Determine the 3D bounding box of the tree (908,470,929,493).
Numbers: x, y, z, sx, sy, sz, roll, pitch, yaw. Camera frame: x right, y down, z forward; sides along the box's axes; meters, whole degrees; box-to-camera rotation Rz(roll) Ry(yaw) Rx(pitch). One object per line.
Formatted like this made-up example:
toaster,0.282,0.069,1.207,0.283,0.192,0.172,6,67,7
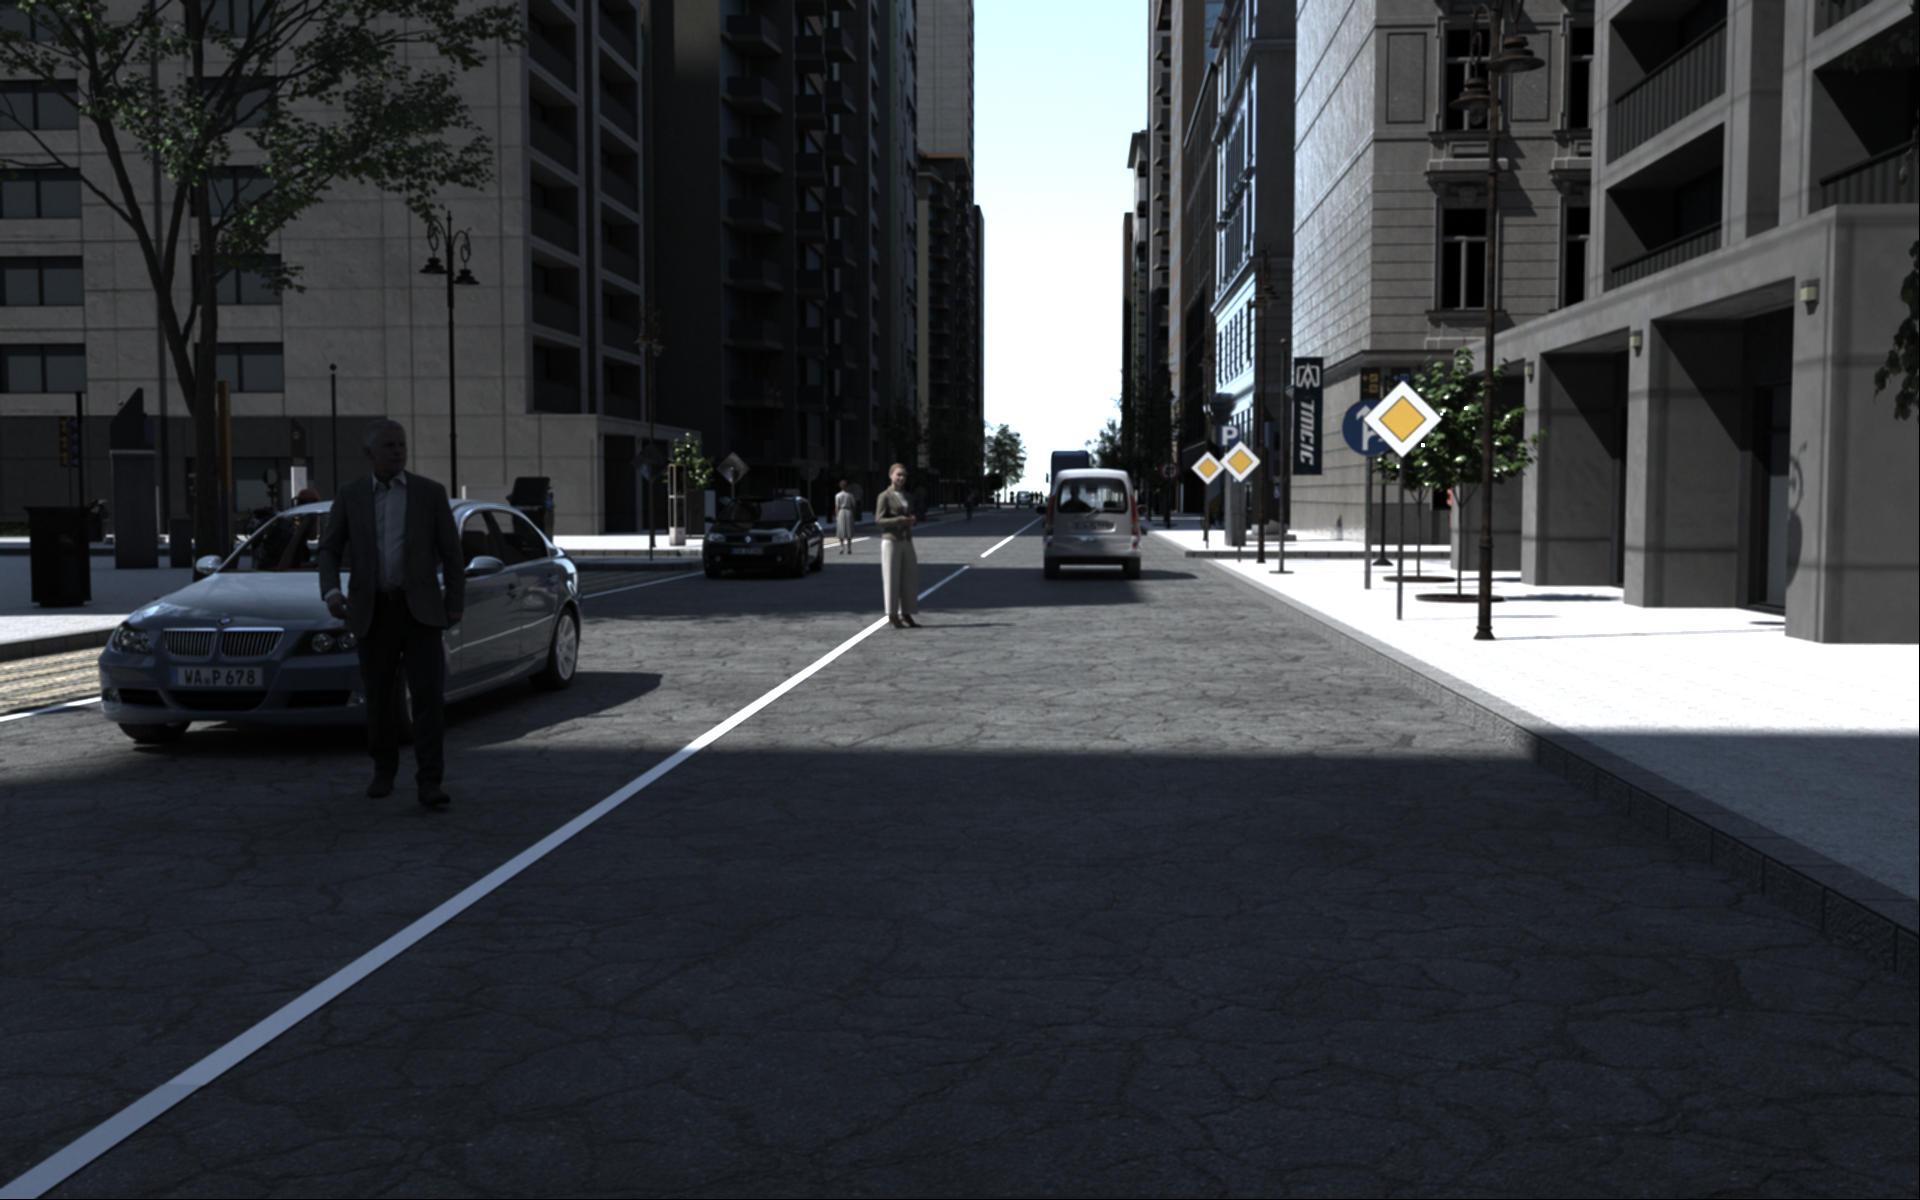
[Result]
tree,-3.139,-7.958,124.711,1.663,3.219,1.824,0,3,0

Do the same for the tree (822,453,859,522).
tree,-5.632,-5.236,80.207,1.663,3.219,1.824,0,3,0

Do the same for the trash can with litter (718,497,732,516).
trash can with litter,-8.859,-3.377,66.598,0.624,1.170,1.055,-3,4,-37

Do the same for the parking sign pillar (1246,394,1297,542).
parking sign pillar,8.452,-3.589,47.154,1.447,3.967,1.447,3,4,38

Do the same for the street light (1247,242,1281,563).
street light,5.597,-3.623,32.018,0.468,5.910,1.993,0,4,4

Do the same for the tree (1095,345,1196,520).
tree,9.621,-8.336,86.658,4.737,8.622,4.395,0,3,0

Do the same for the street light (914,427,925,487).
street light,-2.729,-8.409,110.273,0.468,5.910,1.993,0,4,4

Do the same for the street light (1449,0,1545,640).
street light,4.625,-2.588,15.100,0.468,5.910,1.993,0,4,4

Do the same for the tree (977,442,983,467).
tree,-0.013,-12.746,158.753,4.737,8.622,4.395,0,3,0

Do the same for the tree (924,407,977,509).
tree,-1.325,-11.961,145.930,4.737,8.622,4.395,0,3,0

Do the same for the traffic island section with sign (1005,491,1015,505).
traffic island section with sign,6.758,-13.072,222.348,1.989,1.847,2.006,0,4,4

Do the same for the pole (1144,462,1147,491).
pole,11.921,-7.198,111.536,0.158,3.312,0.155,0,3,0

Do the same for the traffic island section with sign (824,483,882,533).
traffic island section with sign,-3.904,-3.371,63.740,1.989,1.847,2.006,0,4,4

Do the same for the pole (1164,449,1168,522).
pole,9.349,-5.178,78.510,0.158,3.312,0.155,0,3,0

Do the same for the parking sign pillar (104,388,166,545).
parking sign pillar,-21.257,-3.427,44.510,1.447,3.967,1.447,2,4,33

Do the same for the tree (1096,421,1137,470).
tree,15.800,-13.491,170.947,4.360,8.622,3.978,0,3,0

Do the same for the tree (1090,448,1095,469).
tree,16.118,-14.140,181.548,4.737,8.622,4.395,0,3,0

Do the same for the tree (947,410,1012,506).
tree,2.440,-15.809,192.896,7.601,10.594,8.767,1,4,21

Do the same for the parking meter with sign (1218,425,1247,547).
parking meter with sign,6.807,-2.856,42.954,0.543,3.016,1.738,0,4,-1

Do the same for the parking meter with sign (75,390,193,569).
parking meter with sign,-14.204,-2.052,29.812,1.738,3.016,0.543,-2,4,-29

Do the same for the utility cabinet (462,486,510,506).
utility cabinet,-12.394,-2.240,45.301,1.173,1.500,0.318,-2,4,-34

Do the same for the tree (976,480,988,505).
tree,3.063,-13.385,213.445,1.663,3.219,1.824,0,3,0

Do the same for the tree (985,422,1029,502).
tree,7.277,-21.779,274.210,7.486,12.596,7.792,0,3,0

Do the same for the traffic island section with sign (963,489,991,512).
traffic island section with sign,1.272,-8.077,140.693,1.989,1.847,2.006,0,4,4

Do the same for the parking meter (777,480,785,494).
parking meter,-7.243,-3.917,69.755,0.399,1.863,0.255,0,4,-4

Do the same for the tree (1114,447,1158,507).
tree,12.212,-8.318,119.713,4.285,4.588,4.351,0,3,0

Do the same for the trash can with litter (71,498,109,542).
trash can with litter,-23.162,-2.116,45.980,1.055,1.170,0.624,1,4,15

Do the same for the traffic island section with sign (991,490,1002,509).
traffic island section with sign,3.097,-9.745,167.958,1.989,1.847,2.006,0,4,4

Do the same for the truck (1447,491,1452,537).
truck,15.587,-2.925,36.744,11.283,4.237,2.839,0,4,3

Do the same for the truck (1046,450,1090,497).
truck,6.514,-6.781,100.630,2.967,4.110,18.799,0,4,2

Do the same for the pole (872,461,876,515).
pole,-5.251,-6.842,105.712,0.158,3.312,0.155,0,3,0

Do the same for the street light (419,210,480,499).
street light,-8.323,-3.401,28.395,0.468,5.910,1.993,0,4,4

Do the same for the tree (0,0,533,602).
tree,-9.136,-5.785,20.345,9.928,11.665,9.643,0,3,0

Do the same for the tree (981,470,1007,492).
tree,4.431,-14.885,227.077,4.285,4.588,4.351,0,3,0

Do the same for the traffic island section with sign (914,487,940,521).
traffic island section with sign,-2.069,-5.038,90.991,1.989,1.847,2.006,0,4,4

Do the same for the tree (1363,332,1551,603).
tree,5.920,-1.599,20.746,1.663,3.219,1.824,0,3,0

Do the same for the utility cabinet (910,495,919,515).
utility cabinet,-2.886,-5.807,106.103,1.020,1.237,0.306,1,4,20

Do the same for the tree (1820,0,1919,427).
tree,4.460,-3.460,6.940,4.360,8.622,3.978,0,3,0

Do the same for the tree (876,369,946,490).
tree,-3.214,-9.267,101.883,4.360,8.622,3.978,0,3,0

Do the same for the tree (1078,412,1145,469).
tree,17.192,-16.123,198.022,8.767,10.594,7.601,0,4,5

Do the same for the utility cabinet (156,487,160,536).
utility cabinet,-23.965,-2.551,50.386,1.173,1.500,0.318,-3,4,-36

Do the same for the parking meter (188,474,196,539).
parking meter,-21.773,-2.663,49.252,0.255,1.863,0.399,-1,4,-21

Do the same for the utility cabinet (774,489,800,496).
utility cabinet,-8.082,-4.412,80.807,1.173,1.500,0.318,-1,4,-20

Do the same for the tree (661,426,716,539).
tree,-7.877,-3.367,49.656,1.663,3.219,1.824,0,3,0

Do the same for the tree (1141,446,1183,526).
tree,8.222,-4.648,70.596,1.663,3.219,1.824,0,3,0

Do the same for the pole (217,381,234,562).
pole,-13.284,-2.293,31.338,0.158,3.312,0.155,0,3,0
